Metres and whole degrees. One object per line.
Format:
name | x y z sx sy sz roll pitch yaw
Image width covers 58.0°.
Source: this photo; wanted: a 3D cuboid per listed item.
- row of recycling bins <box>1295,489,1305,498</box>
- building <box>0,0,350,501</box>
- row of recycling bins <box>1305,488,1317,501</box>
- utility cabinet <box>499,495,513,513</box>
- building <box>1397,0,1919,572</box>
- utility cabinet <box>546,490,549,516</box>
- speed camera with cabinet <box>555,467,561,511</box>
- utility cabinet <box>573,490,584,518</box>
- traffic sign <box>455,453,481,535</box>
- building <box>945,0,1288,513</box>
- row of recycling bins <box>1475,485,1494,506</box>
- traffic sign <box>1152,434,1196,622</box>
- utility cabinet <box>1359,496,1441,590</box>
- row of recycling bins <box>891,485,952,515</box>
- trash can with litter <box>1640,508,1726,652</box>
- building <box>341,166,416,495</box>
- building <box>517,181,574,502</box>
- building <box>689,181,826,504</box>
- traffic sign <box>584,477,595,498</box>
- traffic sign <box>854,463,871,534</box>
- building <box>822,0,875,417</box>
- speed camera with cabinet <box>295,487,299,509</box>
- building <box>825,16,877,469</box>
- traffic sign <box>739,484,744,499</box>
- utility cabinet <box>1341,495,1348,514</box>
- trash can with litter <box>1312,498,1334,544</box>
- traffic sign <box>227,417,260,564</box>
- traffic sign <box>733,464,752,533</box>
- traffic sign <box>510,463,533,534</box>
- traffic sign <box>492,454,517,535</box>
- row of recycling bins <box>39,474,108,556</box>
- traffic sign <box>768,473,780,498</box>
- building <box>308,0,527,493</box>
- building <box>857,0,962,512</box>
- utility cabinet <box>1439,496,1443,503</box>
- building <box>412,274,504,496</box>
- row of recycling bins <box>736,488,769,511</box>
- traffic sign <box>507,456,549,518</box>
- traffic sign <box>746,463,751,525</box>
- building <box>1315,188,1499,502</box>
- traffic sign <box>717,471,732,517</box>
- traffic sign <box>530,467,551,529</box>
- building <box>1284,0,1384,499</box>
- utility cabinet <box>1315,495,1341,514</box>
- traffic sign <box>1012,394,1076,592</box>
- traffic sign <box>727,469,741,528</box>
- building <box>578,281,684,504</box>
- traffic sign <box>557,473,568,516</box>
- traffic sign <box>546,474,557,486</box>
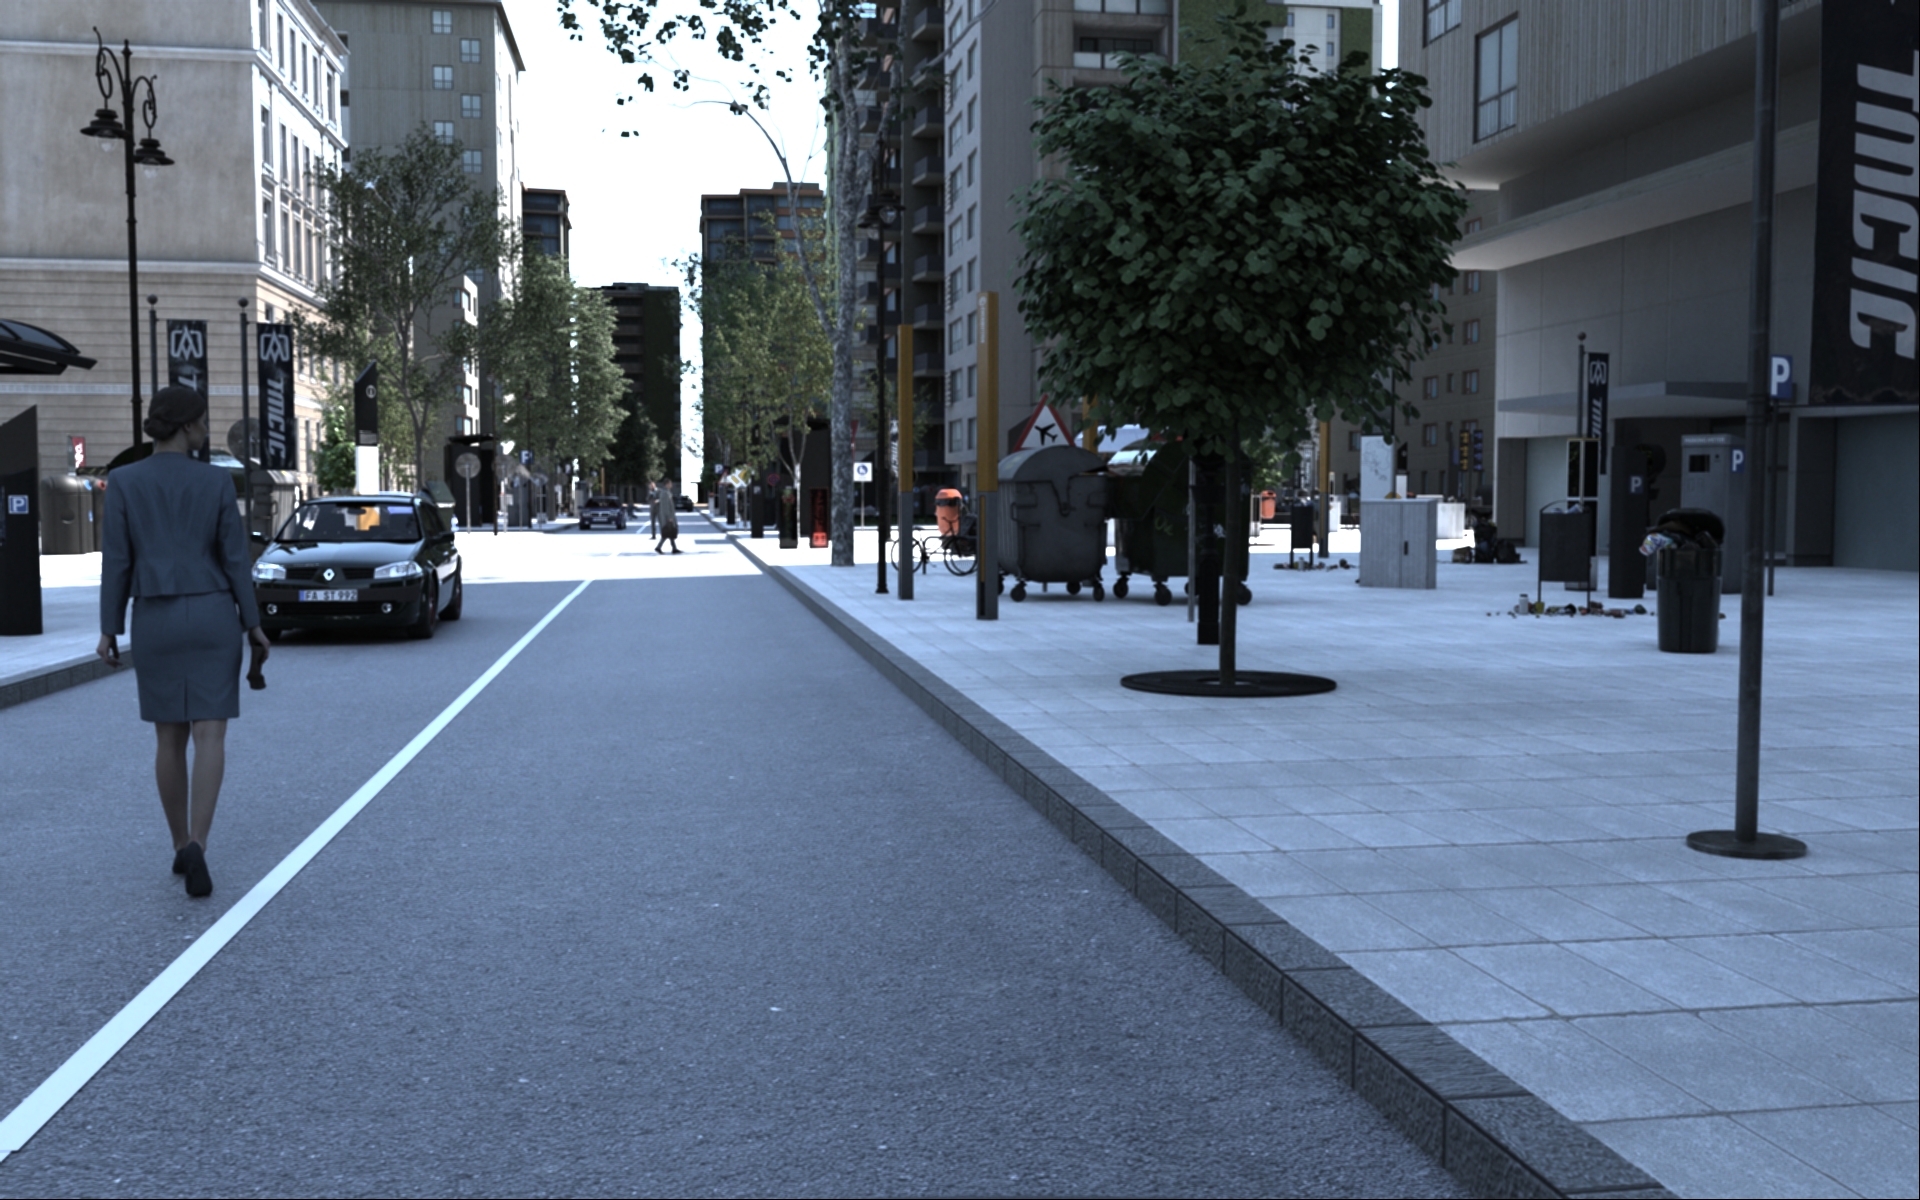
row of recycling bins | 25.304 -7.795 134.565 3.534 1.692 1.069 1 4 12
building | -37.068 -18.037 80.815 13.634 28.700 20.117 -1 4 -9
row of recycling bins | 25.443 -6.758 117.601 3.534 1.692 1.069 2 4 35
utility cabinet | -31.069 -6.587 118.852 1.020 1.237 0.306 1 4 12
building | 25.730 -26.949 29.858 28.713 52.752 27.495 -1 4 -9
utility cabinet | -24.368 -5.708 102.007 0.318 1.500 1.173 0 4 4
speed camera with cabinet | -29.638 -8.124 127.166 0.660 3.252 2.038 -1 4 -11
utility cabinet | -20.260 -5.098 92.038 0.318 1.500 1.173 -2 4 -24
traffic sign | -15.320 -3.293 53.955 0.768 2.556 0.104 0 4 -4
building | 7.081 -24.554 85.058 14.086 41.232 14.154 -1 4 -9
row of recycling bins | 23.970 -4.315 77.657 1.069 1.692 3.534 0 4 -2
traffic sign | 2.319 -1.058 17.305 0.884 2.594 0.081 0 4 -3
utility cabinet | 5.975 -0.764 23.646 1.020 1.237 0.306 3 5 41
row of recycling bins | -1.885 -4.485 80.440 3.534 1.692 1.069 -3 4 -36
trash can with litter | 5.992 -0.179 14.313 0.624 1.170 1.055 2 4 27
building | -41.916 -17.672 108.018 14.460 24.649 34.723 -1 4 -9
building | -67.971 -35.653 237.548 28.867 44.769 22.147 -1 4 -9
building | -23.906 -36.123 245.232 28.867 44.769 22.147 -1 4 -9
traffic sign | -27.301 -7.802 127.669 0.768 2.556 0.104 0 4 -2
traffic sign | -3.163 -3.303 56.135 0.606 2.300 0.079 -1 4 -9
building | -6.242 -53.623 189.401 22.319 86.520 31.000 -1 4 -9
speed camera with cabinet | -13.709 -2.361 32.942 2.038 3.252 0.660 -1 4 -8
building | -4.258 -28.727 153.275 14.154 41.232 14.086 -1 4 -9
traffic sign | -13.288 -6.356 106.054 0.606 2.300 0.079 0 4 -2
utility cabinet | 22.523 -5.537 101.687 1.020 1.237 0.306 2 4 29
trash can with litter | 9.140 -2.024 44.478 0.624 1.170 1.055 2 4 33
traffic sign | -11.749 -1.752 28.749 0.768 2.556 0.104 -1 4 -8
traffic sign | -7.115 -3.287 57.388 0.795 2.450 0.064 -1 4 -9
traffic sign | -14.269 -3.218 56.250 0.795 2.450 0.064 -1 4 -9
traffic sign | -14.391 -3.341 54.727 0.768 2.556 0.104 0 4 -6
row of recycling bins | -19.151 -1.870 37.685 1.069 1.692 3.534 -1 4 -11
traffic sign | -11.540 -6.556 107.301 0.768 2.556 0.104 0 4 -6
building | -60.988 -36.381 184.065 27.495 52.752 28.713 -1 4 -9
building | 4.548 -28.383 118.693 22.147 44.769 28.867 -1 4 -9
utility cabinet | 18.808 -3.559 69.349 1.020 1.237 0.306 1 4 10
building | -54.908 -18.567 148.616 27.650 21.520 28.899 -1 4 -9
row of recycling bins | -14.645 -7.069 122.697 1.069 1.692 3.534 -3 4 -39
traffic sign | -23.027 -6.023 92.346 2.265 3.308 0.079 0 4 -3
traffic sign | -8.590 -4.349 71.217 0.768 2.556 0.104 0 4 -3
building | 38.669 -15.372 96.378 28.899 21.520 27.650 -1 4 -9
traffic sign | -12.899 -5.821 95.182 0.884 2.594 0.081 0 4 -6
traffic sign | -15.551 -3.700 64.132 0.795 2.450 0.064 -1 4 -9
building | 32.193 -40.360 201.884 28.212 58.520 21.231 -1 4 -9
utility cabinet | 14.916 -3.632 70.542 0.306 1.237 1.020 -2 4 -32
traffic sign | 1.110 -1.382 22.597 0.884 2.594 0.081 0 4 -6
traffic sign | -8.397 -3.769 65.270 0.795 2.450 0.064 -1 4 -9
building | -45.366 -28.565 238.742 14.107 30.474 14.160 -1 4 -9
traffic sign | -23.657 -6.288 102.920 0.768 2.556 0.104 0 4 -3
traffic sign | -21.202 -5.361 89.783 0.606 2.300 0.079 0 4 -5
